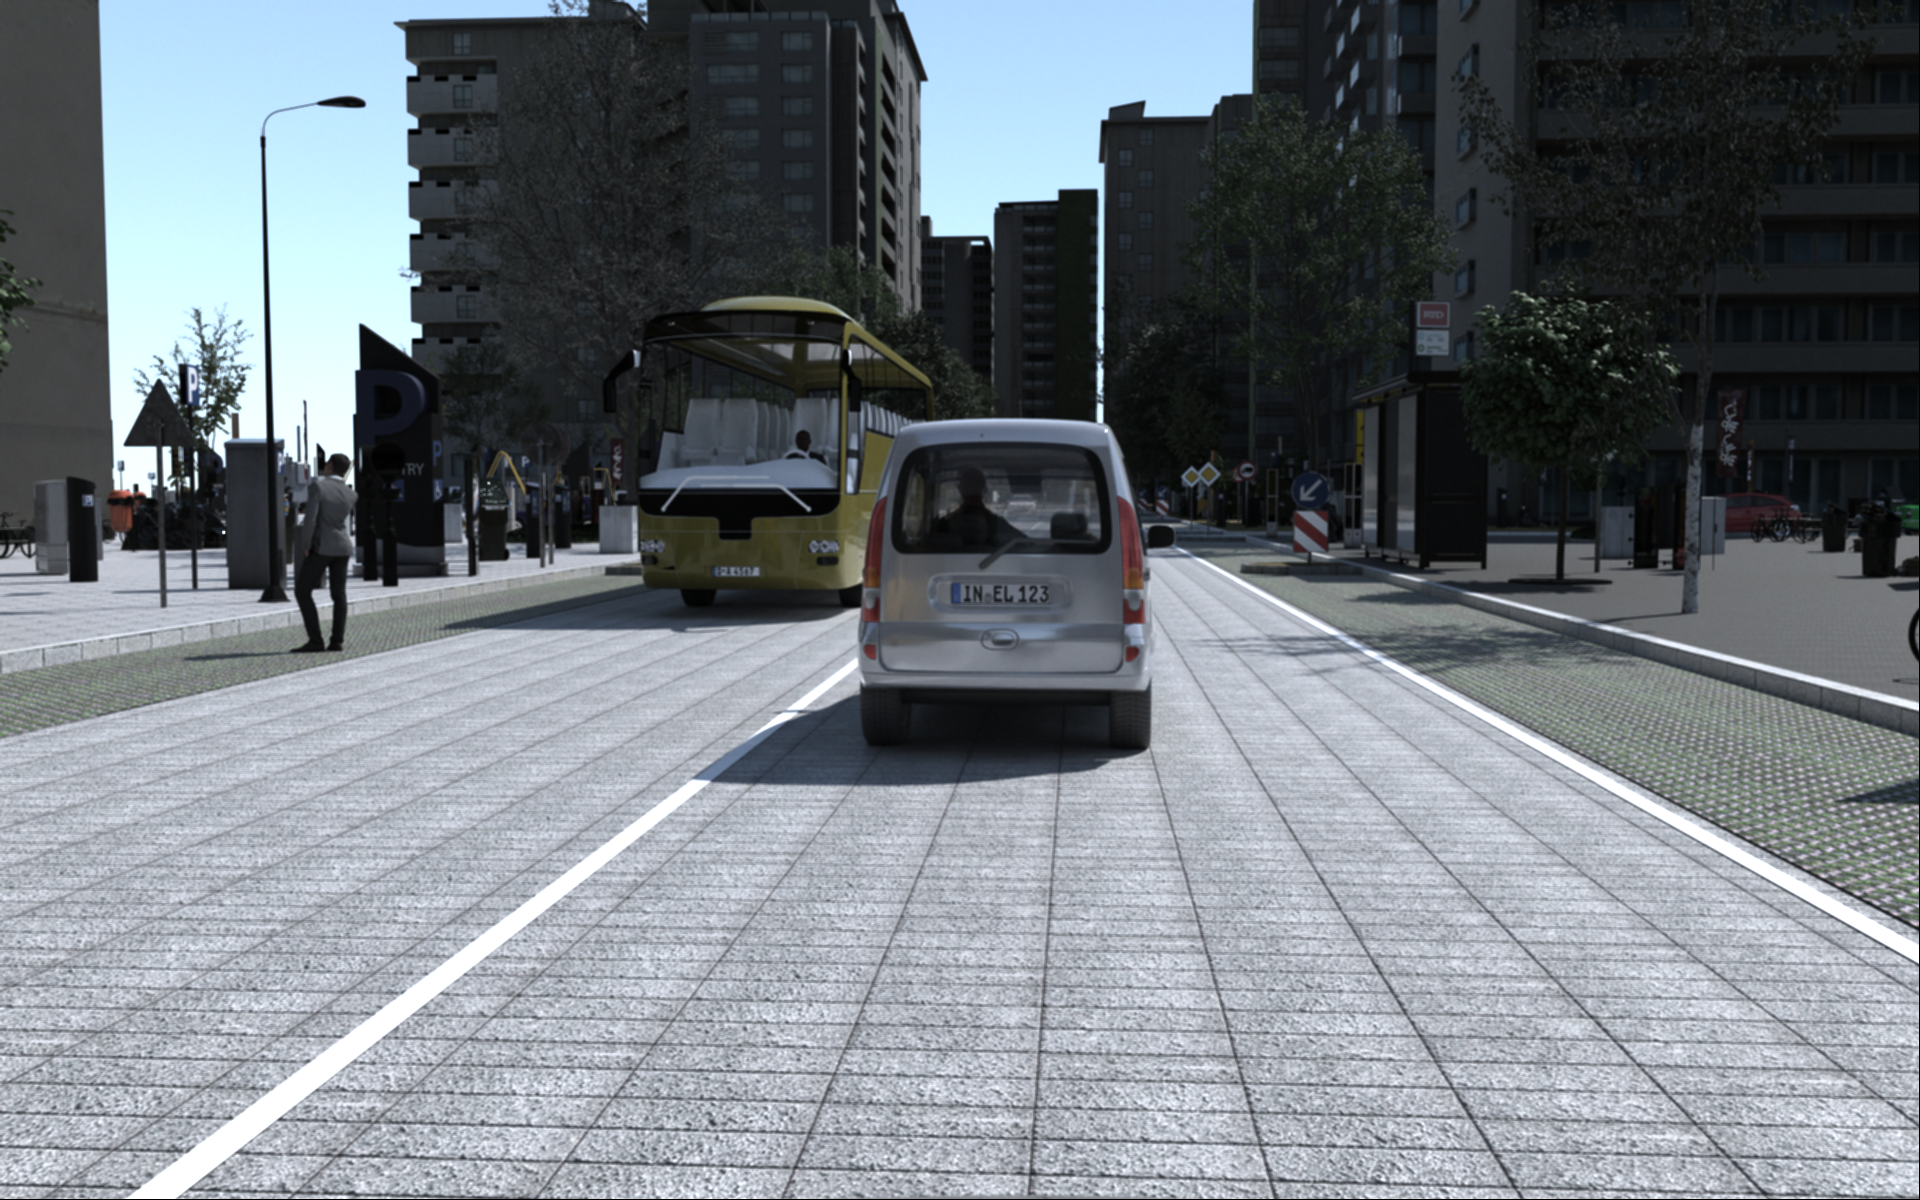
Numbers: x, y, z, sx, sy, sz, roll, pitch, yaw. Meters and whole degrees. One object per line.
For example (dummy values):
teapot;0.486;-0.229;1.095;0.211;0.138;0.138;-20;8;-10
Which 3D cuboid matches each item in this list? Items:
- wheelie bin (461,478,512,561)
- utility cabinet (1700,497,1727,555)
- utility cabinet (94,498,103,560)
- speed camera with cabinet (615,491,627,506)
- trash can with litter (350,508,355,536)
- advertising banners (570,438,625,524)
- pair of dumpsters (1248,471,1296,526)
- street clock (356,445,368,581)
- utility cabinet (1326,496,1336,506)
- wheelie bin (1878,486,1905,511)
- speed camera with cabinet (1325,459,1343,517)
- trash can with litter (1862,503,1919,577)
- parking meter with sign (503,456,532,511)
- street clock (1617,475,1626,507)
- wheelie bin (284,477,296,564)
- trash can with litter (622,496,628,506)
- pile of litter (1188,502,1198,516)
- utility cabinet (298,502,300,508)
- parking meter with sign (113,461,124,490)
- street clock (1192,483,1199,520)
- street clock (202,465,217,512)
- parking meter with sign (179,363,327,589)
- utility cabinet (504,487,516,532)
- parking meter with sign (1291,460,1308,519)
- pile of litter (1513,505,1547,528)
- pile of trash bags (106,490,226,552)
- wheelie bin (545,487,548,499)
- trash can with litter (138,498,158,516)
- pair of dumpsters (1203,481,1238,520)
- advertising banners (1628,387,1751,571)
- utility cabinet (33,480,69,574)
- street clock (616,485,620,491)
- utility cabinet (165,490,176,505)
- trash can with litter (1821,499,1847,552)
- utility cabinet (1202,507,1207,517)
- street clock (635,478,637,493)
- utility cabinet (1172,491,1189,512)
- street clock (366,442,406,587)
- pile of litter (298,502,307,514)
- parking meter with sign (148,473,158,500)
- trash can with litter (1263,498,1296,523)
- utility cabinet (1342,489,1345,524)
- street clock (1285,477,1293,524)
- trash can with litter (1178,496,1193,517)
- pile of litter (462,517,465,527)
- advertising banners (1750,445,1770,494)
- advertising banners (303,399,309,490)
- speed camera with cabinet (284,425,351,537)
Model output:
wheelie bin;-9.130;-1.552;33.285;0.693;1.594;0.980;3;5;44
utility cabinet;15.848;-1.572;36.858;1.020;1.237;0.306;-2;4;-29
utility cabinet;-16.973;-1.394;33.956;0.306;1.237;1.020;-2;4;-27
speed camera with cabinet;-16.234;-5.645;86.636;2.038;3.252;0.660;-1;4;-10
trash can with litter;-18.592;-2.536;52.849;0.624;1.170;1.055;3;5;44
advertising banners;-11.463;-3.576;54.649;2.074;3.025;0.090;1;4;18
pair of dumpsters;12.850;-4.217;71.443;1.574;2.255;4.437;0;4;4
street clock;-8.738;-1.287;25.615;0.358;2.002;0.471;-2;4;-24
utility cabinet;14.478;-3.543;69.095;1.020;1.237;0.306;-1;4;-23
wheelie bin;35.582;-3.567;66.221;0.980;1.594;0.693;-1;4;-9
speed camera with cabinet;21.197;-6.344;98.066;2.038;3.252;0.660;-3;4;-37
trash can with litter;14.556;-0.957;27.030;1.055;1.170;0.624;0;4;-2
parking meter with sign;-20.181;-5.101;79.663;0.543;3.016;1.738;2;4;26
street clock;25.194;-3.756;65.982;0.358;2.002;0.471;1;4;10
wheelie bin;-12.580;-1.449;31.604;0.980;1.594;0.693;1;4;13
trash can with litter;-15.522;-4.200;79.733;2.233;1.210;1.678;2;4;30
pile of litter;13.422;-5.231;99.488;1.719;0.858;1.176;-2;4;-35
utility cabinet;-48.946;-7.131;127.760;0.306;1.237;1.020;-3;4;-37
parking meter with sign;-44.099;-5.697;89.400;0.543;3.016;1.738;3;4;37
street clock;11.531;-4.911;84.870;0.358;2.002;0.471;1;4;15
street clock;-18.913;-2.391;43.670;0.358;2.002;0.471;-3;4;-38
parking meter with sign;-9.555;-1.666;23.499;1.738;3.016;0.543;0;4;-7
utility cabinet;-14.672;-2.819;54.772;1.173;1.500;0.318;1;4;9
parking meter with sign;17.627;-5.720;89.779;0.543;3.016;1.738;-1;4;-13
pile of litter;22.008;-3.238;66.900;1.176;0.858;1.719;0;4;3
pile of trash bags;-18.366;-1.834;39.741;1.912;1.369;3.447;0;4;7
wheelie bin;-17.985;-4.079;74.605;0.693;1.594;0.980;-3;5;-41
trash can with litter;-25.618;-2.663;54.932;0.624;1.170;1.055;-1;4;-10
pair of dumpsters;13.246;-5.202;87.545;1.574;2.255;4.437;0;4;4
advertising banners;12.306;-2.027;29.329;0.090;3.025;2.074;-3;4;-36
utility cabinet;-14.577;-1.166;27.739;0.318;1.500;1.173;-3;4;-36
street clock;-24.653;-7.318;124.223;0.358;2.002;0.471;2;4;29
utility cabinet;-44.384;-5.421;97.311;0.318;1.500;1.173;-3;4;-37
trash can with litter;19.675;-1.653;38.414;1.055;1.170;0.624;2;4;29
utility cabinet;13.806;-5.269;94.820;1.173;1.500;0.318;-1;4;-9
street clock;-13.301;-4.132;72.133;0.471;2.002;0.358;0;4;-1
utility cabinet;15.162;-6.763;119.259;1.173;1.500;0.318;-1;4;-23
street clock;-7.928;-1.191;24.046;0.471;2.002;0.358;-2;4;-24
pile of litter;-42.125;-5.925;110.841;1.719;0.858;1.176;2;4;25
parking meter with sign;-65.307;-8.832;140.671;0.543;3.016;1.738;0;4;-5
trash can with litter;14.376;-4.058;77.408;2.233;1.210;1.678;1;4;19
utility cabinet;16.376;-3.935;73.017;0.318;1.500;1.173;2;4;24
street clock;14.101;-4.277;74.503;0.471;2.002;0.358;3;4;38
trash can with litter;12.808;-5.269;97.535;1.055;1.170;0.624;2;4;28
pile of litter;-19.843;-3.237;66.883;1.176;0.858;1.719;3;5;40
advertising banners;28.419;-4.008;61.713;2.074;3.025;0.090;-3;5;-43
advertising banners;-12.388;-2.253;33.029;0.090;3.025;2.074;-1;4;-15
speed camera with cabinet;-18.836;-3.440;50.587;0.660;3.252;2.038;2;4;30
